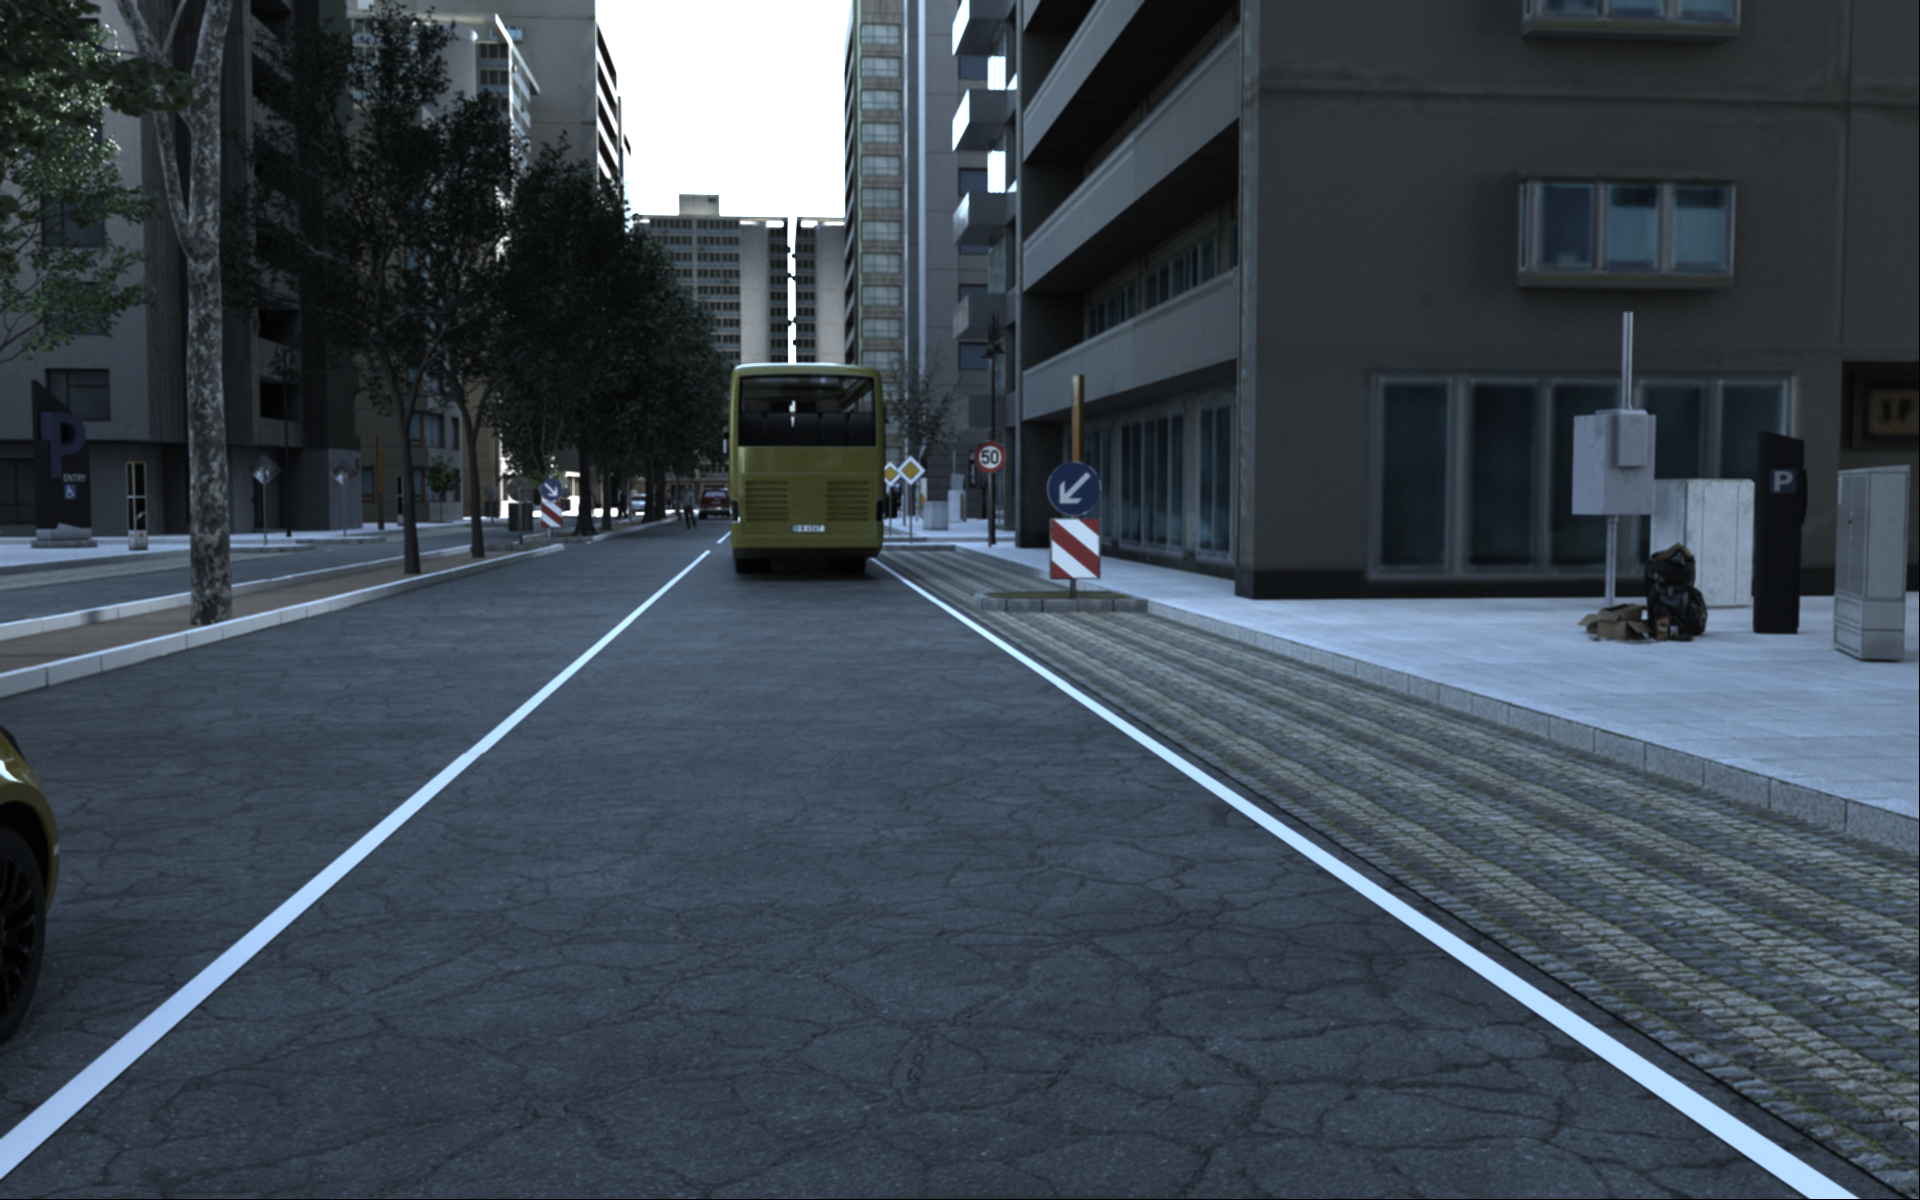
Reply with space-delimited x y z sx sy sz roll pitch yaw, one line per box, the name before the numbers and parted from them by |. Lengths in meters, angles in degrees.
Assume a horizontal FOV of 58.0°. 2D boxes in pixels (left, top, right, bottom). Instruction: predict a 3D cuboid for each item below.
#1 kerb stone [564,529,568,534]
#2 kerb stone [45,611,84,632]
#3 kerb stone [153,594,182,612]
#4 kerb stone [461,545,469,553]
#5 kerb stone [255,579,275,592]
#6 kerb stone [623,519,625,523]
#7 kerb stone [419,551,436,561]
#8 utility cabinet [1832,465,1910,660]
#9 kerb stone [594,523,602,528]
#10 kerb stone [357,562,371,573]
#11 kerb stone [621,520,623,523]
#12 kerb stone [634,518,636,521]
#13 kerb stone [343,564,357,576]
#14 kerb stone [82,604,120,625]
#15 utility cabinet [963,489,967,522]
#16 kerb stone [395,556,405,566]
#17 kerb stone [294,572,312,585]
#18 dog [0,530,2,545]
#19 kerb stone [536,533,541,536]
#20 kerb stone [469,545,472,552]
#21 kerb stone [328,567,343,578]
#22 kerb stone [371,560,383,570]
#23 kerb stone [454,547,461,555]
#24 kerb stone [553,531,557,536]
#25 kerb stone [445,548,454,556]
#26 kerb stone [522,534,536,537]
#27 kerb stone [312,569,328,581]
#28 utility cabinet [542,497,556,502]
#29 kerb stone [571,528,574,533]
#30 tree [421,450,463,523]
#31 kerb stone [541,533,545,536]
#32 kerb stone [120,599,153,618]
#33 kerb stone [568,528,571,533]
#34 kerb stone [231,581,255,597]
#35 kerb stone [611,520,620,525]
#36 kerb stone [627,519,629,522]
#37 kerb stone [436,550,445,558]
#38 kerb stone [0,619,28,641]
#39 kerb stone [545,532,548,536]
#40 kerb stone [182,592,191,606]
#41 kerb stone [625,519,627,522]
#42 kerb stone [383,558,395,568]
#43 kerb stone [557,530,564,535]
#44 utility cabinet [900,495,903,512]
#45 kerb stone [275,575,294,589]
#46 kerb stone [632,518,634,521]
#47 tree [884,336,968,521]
kerb stone | -14.169 -2.410 61.643 0.120 0.150 1.000 0 4 -6
kerb stone | -9.541 0.245 18.295 0.120 0.150 1.000 0 4 -6
kerb stone | -9.864 0.051 21.354 0.120 0.150 1.000 0 4 -6
kerb stone | -12.046 -1.194 41.724 0.120 0.150 1.000 0 4 -6
kerb stone | -10.305 -0.198 25.430 0.120 0.150 1.000 0 4 -6
kerb stone | -16.674 -3.846 85.080 0.120 0.150 1.000 0 4 -6
kerb stone | -11.610 -0.938 37.641 0.120 0.150 1.000 0 4 -6
utility cabinet | 7.188 -0.308 13.712 0.318 1.500 1.173 1 4 17
kerb stone | -15.590 -3.220 74.890 0.120 0.150 1.000 0 4 -6
kerb stone | -10.954 -0.571 31.534 0.120 0.150 1.000 0 4 -6
kerb stone | -16.568 -3.783 84.064 0.120 0.150 1.000 0 4 -6
kerb stone | -17.321 -4.221 91.210 0.120 0.150 1.000 0 4 -6
kerb stone | -10.849 -0.505 30.514 0.120 0.150 1.000 0 4 -6
kerb stone | -9.651 0.178 19.313 0.120 0.150 1.000 0 4 -6
utility cabinet | -0.086 -4.364 80.036 0.318 1.500 1.173 -2 4 -25
kerb stone | -11.281 -0.757 34.590 0.120 0.150 1.000 0 4 -6
kerb stone | -10.516 -0.322 27.463 0.120 0.150 1.000 0 4 -6
dog | -24.690 -1.524 44.211 0.406 0.507 0.540 -2 4 -29
kerb stone | -13.403 -1.974 54.509 0.120 0.150 1.000 0 4 -6
kerb stone | -12.153 -1.257 42.741 0.120 0.150 1.000 0 4 -6
kerb stone | -10.736 -0.447 29.497 0.120 0.150 1.000 0 4 -6
kerb stone | -11.061 -0.628 32.555 0.120 0.150 1.000 0 4 -6
kerb stone | -11.936 -1.132 40.708 0.120 0.150 1.000 0 4 -6
kerb stone | -13.846 -2.226 58.585 0.120 0.150 1.000 0 4 -6
kerb stone | -11.817 -1.066 39.678 0.120 0.150 1.000 0 4 -6
kerb stone | -13.305 -1.914 53.486 0.120 0.150 1.000 0 4 -6
kerb stone | -10.629 -0.383 28.479 0.120 0.150 1.000 0 4 -6
utility cabinet | -27.825 -6.486 117.200 1.020 1.237 0.306 2 4 27
kerb stone | -14.389 -2.534 63.682 0.120 0.150 1.000 0 4 -6
tree | -22.980 -5.022 76.703 1.663 3.219 1.824 0 3 0
kerb stone | -13.519 -2.037 55.525 0.120 0.150 1.000 0 4 -6
kerb stone | -9.754 0.114 20.338 0.120 0.150 1.000 0 4 -6
kerb stone | -14.281 -2.475 62.665 0.120 0.150 1.000 0 4 -6
kerb stone | -10.191 -0.135 24.409 0.120 0.150 1.000 0 4 -6
kerb stone | -16.346 -3.655 82.019 0.120 0.150 1.000 0 4 -6
kerb stone | -16.897 -3.966 87.123 0.120 0.150 1.000 0 4 -6
kerb stone | -11.714 -1.007 38.659 0.120 0.150 1.000 0 4 -6
kerb stone | -9.428 0.301 17.279 0.120 0.150 1.000 0 4 -6
kerb stone | -13.623 -2.101 56.549 0.120 0.150 1.000 0 4 -6
kerb stone | -9.975 -0.011 22.370 0.120 0.150 1.000 0 4 -6
kerb stone | -16.783 -3.909 86.107 0.120 0.150 1.000 0 4 -6
kerb stone | -11.170 -0.696 33.574 0.120 0.150 1.000 0 4 -6
kerb stone | -14.064 -2.351 60.626 0.120 0.150 1.000 0 4 -6
utility cabinet | -3.792 -6.867 123.437 1.020 1.237 0.306 3 4 38
kerb stone | -10.411 -0.250 26.447 0.120 0.150 1.000 0 4 -6
kerb stone | -17.224 -4.153 90.189 0.120 0.150 1.000 0 4 -6
tree | -1.824 -8.029 81.640 4.360 8.622 3.978 0 3 0
